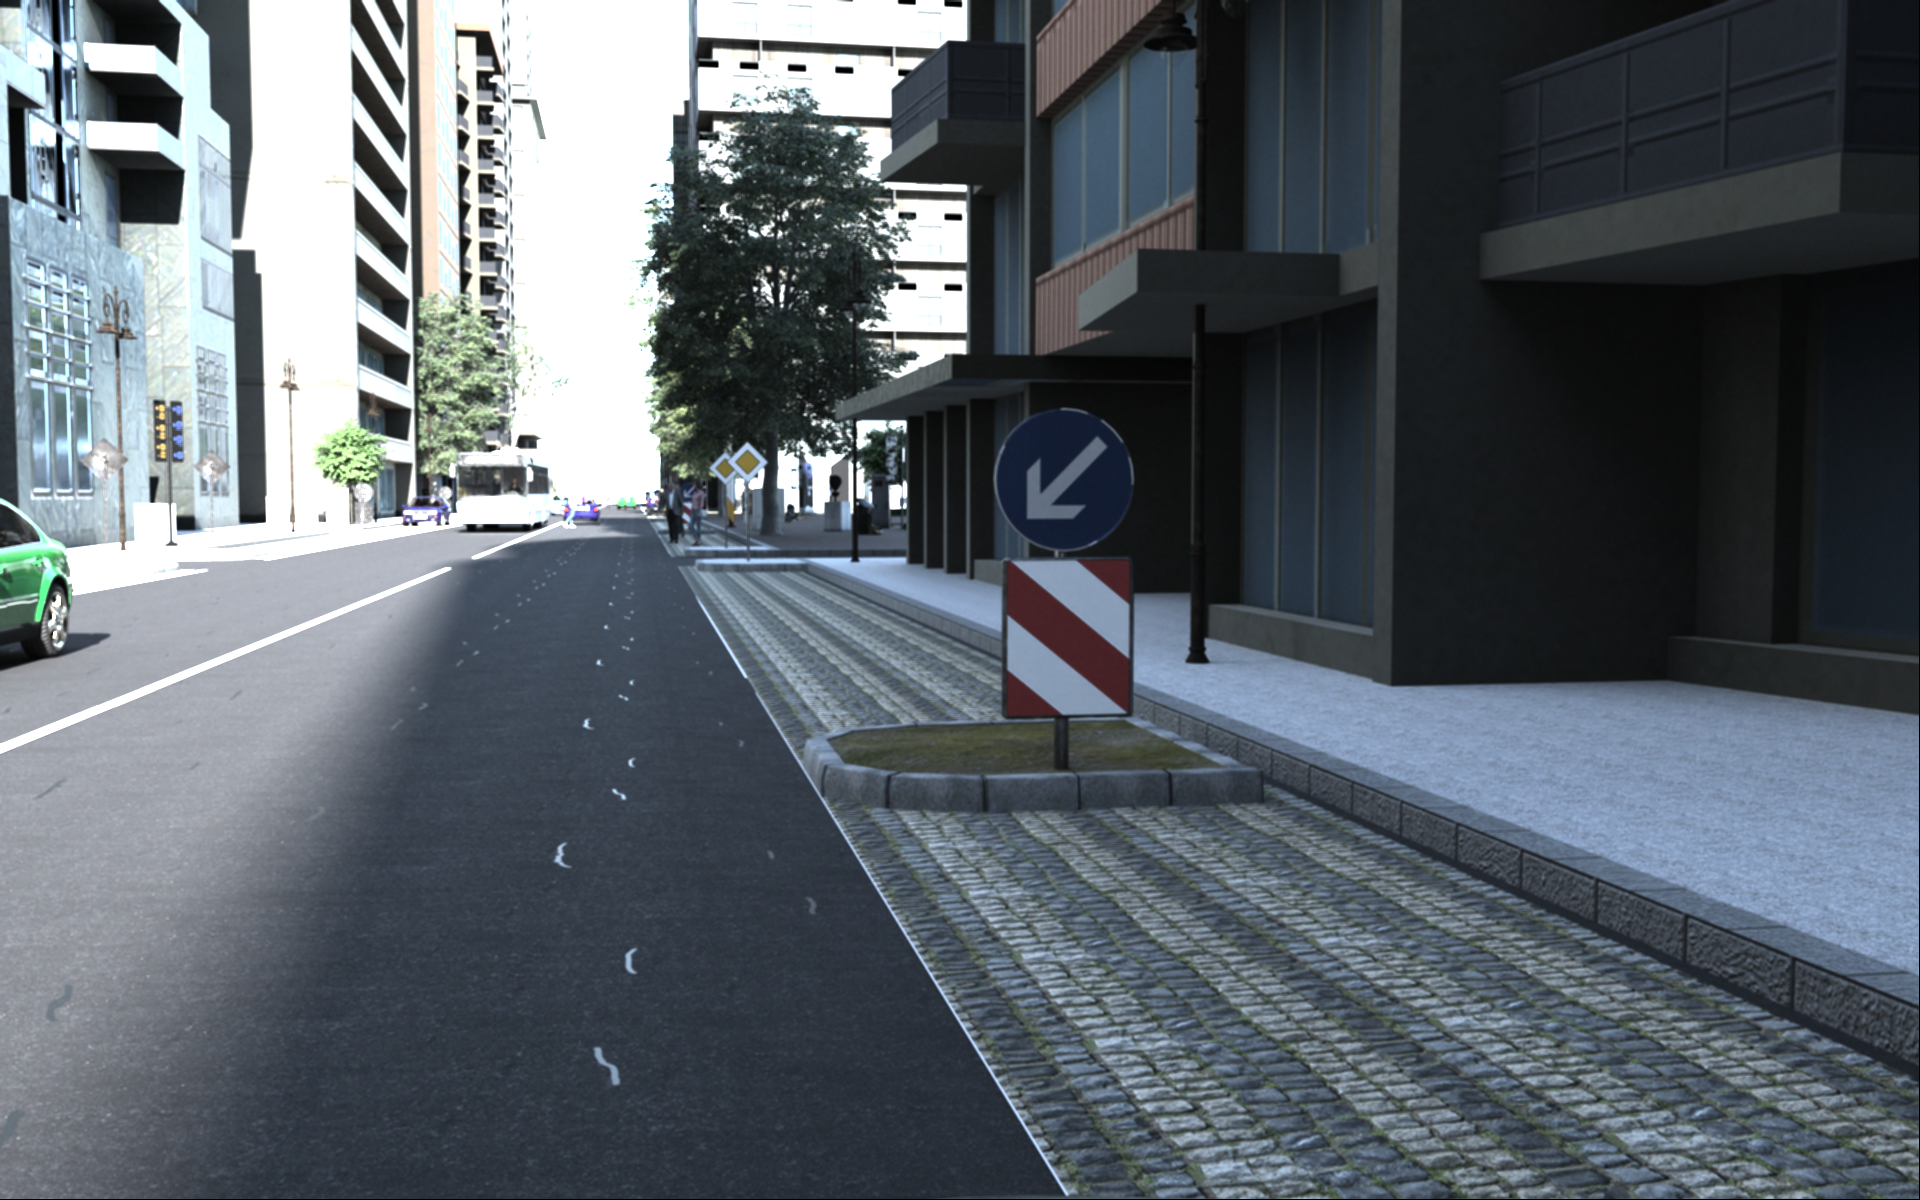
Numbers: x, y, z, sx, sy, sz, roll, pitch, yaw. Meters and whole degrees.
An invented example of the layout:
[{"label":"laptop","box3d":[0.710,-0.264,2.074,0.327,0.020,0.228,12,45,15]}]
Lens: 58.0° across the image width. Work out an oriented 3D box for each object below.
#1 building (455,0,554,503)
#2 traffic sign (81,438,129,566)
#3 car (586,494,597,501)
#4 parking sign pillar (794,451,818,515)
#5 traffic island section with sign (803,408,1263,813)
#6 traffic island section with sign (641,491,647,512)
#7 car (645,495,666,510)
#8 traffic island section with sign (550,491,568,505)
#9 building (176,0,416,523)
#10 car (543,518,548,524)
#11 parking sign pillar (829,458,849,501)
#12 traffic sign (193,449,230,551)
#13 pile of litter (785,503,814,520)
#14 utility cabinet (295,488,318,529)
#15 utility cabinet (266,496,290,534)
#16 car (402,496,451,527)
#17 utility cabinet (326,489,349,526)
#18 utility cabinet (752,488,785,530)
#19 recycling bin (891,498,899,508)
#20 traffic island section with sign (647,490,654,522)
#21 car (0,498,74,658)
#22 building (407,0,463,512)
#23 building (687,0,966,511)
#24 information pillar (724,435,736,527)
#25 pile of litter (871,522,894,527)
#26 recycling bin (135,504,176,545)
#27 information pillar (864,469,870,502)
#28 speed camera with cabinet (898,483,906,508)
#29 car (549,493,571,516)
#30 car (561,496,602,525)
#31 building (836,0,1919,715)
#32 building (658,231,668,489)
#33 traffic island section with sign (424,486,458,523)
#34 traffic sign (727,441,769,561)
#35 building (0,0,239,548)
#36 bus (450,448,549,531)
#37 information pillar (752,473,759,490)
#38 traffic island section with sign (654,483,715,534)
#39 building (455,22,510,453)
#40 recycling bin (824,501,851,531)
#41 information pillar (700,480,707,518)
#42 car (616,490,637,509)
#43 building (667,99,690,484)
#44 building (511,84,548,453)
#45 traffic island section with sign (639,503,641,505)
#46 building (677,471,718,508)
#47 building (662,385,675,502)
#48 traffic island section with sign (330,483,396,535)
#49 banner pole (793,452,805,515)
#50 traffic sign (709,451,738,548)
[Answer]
[{"label":"building","box3d":[-69.526,-49.583,248.936,20.563,71.187,20.611,-1,4,-11]},{"label":"traffic sign","box3d":[-15.241,-1.667,30.895,0.795,2.450,0.064,-1,4,-11]},{"label":"car","box3d":[-52.911,-14.505,247.381,2.015,1.641,3.980,-1,4,-12]},{"label":"parking sign pillar","box3d":[-9.474,-7.226,106.615,1.447,3.967,1.447,1,4,18]},{"label":"traffic island section with sign","box3d":[0.240,-0.006,8.726,1.989,1.847,2.006,-1,4,-11]},{"label":"traffic island section with sign","box3d":[-24.401,-7.984,139.174,1.989,1.847,2.006,-1,4,-11]},{"label":"car","box3d":[-26.926,-8.614,153.413,1.945,1.354,3.894,-1,4,-10]},{"label":"traffic island section with sign","box3d":[-50.641,-12.811,218.091,1.989,1.847,2.006,-1,4,-11]},{"label":"building","box3d":[-39.112,-28.137,83.745,21.300,48.544,21.600,-1,4,-11]},{"label":"car","box3d":[-21.161,-4.424,84.699,2.083,1.381,4.827,-1,4,-12]},{"label":"parking sign pillar","box3d":[-7.927,-7.656,113.649,1.447,3.967,1.447,-2,4,-29]},{"label":"traffic sign","box3d":[-16.723,-2.147,38.742,0.795,2.450,0.064,-1,4,-11]},{"label":"pile of litter","box3d":[-8.335,-4.520,87.867,1.176,0.858,1.719,1,4,13]},{"label":"utility cabinet","box3d":[-23.638,-3.302,62.660,0.318,1.500,1.173,-3,5,-44]},{"label":"utility cabinet","box3d":[-21.969,-2.729,55.777,0.306,1.237,1.020,0,4,4]},{"label":"car","box3d":[-23.755,-3.949,77.148,1.945,1.354,3.894,-1,4,-9]},{"label":"utility cabinet","box3d":[-24.985,-3.718,69.473,1.173,1.500,0.318,3,5,41]},{"label":"utility cabinet","box3d":[-6.833,-3.246,61.759,1.173,1.500,0.318,-2,4,-34]},{"label":"recycling bin","box3d":[-4.352,-6.024,111.048,0.722,1.027,0.722,2,4,24]},{"label":"traffic island section with sign","box3d":[-15.043,-4.952,89.599,1.989,1.847,2.006,-1,4,-11]},{"label":"car","box3d":[-8.537,-0.300,13.698,1.959,1.807,4.718,-1,4,-11]},{"label":"building","box3d":[-41.763,-28.563,117.108,14.600,45.320,14.200,-1,4,-11]},{"label":"building","box3d":[-8.399,-33.876,143.103,28.713,52.752,27.495,-1,4,-11]},{"label":"information pillar","box3d":[-8.894,-4.619,66.874,0.504,3.616,0.183,3,5,43]},{"label":"pile of litter","box3d":[-3.223,-3.354,68.795,1.719,0.858,1.176,3,4,38]},{"label":"recycling bin","box3d":[-20.647,-1.951,44.456,0.722,1.027,0.722,2,4,34]},{"label":"information pillar","box3d":[-4.994,-6.215,92.965,0.183,3.616,0.504,-3,4,-39]},{"label":"speed camera with cabinet","box3d":[-3.477,-6.844,106.236,0.660,3.252,2.038,0,4,-1]},{"label":"car","box3d":[-26.754,-6.568,116.984,1.945,1.707,3.694,-1,4,-12]},{"label":"car","box3d":[-17.923,-4.246,82.003,1.945,1.354,3.894,-1,4,-12]},{"label":"building","box3d":[10.785,-22.355,20.126,22.147,44.769,28.867,-1,4,-11]},{"label":"building","box3d":[-39.179,-35.613,265.870,14.154,41.232,14.086,-1,4,-11]},{"label":"traffic island section with sign","box3d":[-25.977,-4.827,87.547,1.989,1.847,2.006,-1,4,-11]},{"label":"traffic sign","box3d":[-4.040,-1.794,32.982,0.795,2.450,0.064,-1,4,-11]},{"label":"building","box3d":[-34.343,-44.991,48.279,22.319,86.520,31.000,-1,4,-11]},{"label":"bus","box3d":[-18.250,-4.569,69.562,2.948,3.499,13.247,-1,4,-10]},{"label":"information pillar","box3d":[-13.505,-7.524,114.365,0.504,3.616,0.183,0,4,0]},{"label":"traffic island section with sign","box3d":[-9.831,-3.267,62.038,1.989,1.847,2.006,-1,4,-11]},{"label":"building","box3d":[-53.199,-30.780,157.882,22.147,44.769,28.867,-1,4,-11]},{"label":"recycling bin","box3d":[-4.242,-2.903,60.020,0.722,1.027,0.722,2,4,27]},{"label":"information pillar","box3d":[-13.491,-5.299,91.124,0.304,2.012,0.304,-2,4,-24]},{"label":"car","box3d":[-31.530,-9.486,163.887,1.959,1.807,4.718,-1,4,-10]},{"label":"building","box3d":[-23.309,-30.590,183.748,14.154,41.232,14.086,-1,4,-11]},{"label":"building","box3d":[-68.524,-38.879,224.914,28.713,52.752,27.495,-1,4,-11]},{"label":"traffic island section with sign","box3d":[-29.413,-9.604,165.661,1.989,1.847,2.006,-1,4,-11]},{"label":"building","box3d":[-16.773,-44.500,165.835,20.563,71.187,20.611,-1,4,-11]},{"label":"building","box3d":[-28.055,-24.516,245.873,27.650,21.520,28.899,-1,4,-11]},{"label":"traffic island section with sign","box3d":[-20.879,-3.182,60.646,1.989,1.847,2.006,-1,4,-11]},{"label":"banner pole","box3d":[-9.489,-6.970,103.975,0.401,3.779,0.863,-3,4,-38]},{"label":"traffic sign","box3d":[-5.523,-2.274,40.829,0.795,2.450,0.064,-1,4,-11]}]
